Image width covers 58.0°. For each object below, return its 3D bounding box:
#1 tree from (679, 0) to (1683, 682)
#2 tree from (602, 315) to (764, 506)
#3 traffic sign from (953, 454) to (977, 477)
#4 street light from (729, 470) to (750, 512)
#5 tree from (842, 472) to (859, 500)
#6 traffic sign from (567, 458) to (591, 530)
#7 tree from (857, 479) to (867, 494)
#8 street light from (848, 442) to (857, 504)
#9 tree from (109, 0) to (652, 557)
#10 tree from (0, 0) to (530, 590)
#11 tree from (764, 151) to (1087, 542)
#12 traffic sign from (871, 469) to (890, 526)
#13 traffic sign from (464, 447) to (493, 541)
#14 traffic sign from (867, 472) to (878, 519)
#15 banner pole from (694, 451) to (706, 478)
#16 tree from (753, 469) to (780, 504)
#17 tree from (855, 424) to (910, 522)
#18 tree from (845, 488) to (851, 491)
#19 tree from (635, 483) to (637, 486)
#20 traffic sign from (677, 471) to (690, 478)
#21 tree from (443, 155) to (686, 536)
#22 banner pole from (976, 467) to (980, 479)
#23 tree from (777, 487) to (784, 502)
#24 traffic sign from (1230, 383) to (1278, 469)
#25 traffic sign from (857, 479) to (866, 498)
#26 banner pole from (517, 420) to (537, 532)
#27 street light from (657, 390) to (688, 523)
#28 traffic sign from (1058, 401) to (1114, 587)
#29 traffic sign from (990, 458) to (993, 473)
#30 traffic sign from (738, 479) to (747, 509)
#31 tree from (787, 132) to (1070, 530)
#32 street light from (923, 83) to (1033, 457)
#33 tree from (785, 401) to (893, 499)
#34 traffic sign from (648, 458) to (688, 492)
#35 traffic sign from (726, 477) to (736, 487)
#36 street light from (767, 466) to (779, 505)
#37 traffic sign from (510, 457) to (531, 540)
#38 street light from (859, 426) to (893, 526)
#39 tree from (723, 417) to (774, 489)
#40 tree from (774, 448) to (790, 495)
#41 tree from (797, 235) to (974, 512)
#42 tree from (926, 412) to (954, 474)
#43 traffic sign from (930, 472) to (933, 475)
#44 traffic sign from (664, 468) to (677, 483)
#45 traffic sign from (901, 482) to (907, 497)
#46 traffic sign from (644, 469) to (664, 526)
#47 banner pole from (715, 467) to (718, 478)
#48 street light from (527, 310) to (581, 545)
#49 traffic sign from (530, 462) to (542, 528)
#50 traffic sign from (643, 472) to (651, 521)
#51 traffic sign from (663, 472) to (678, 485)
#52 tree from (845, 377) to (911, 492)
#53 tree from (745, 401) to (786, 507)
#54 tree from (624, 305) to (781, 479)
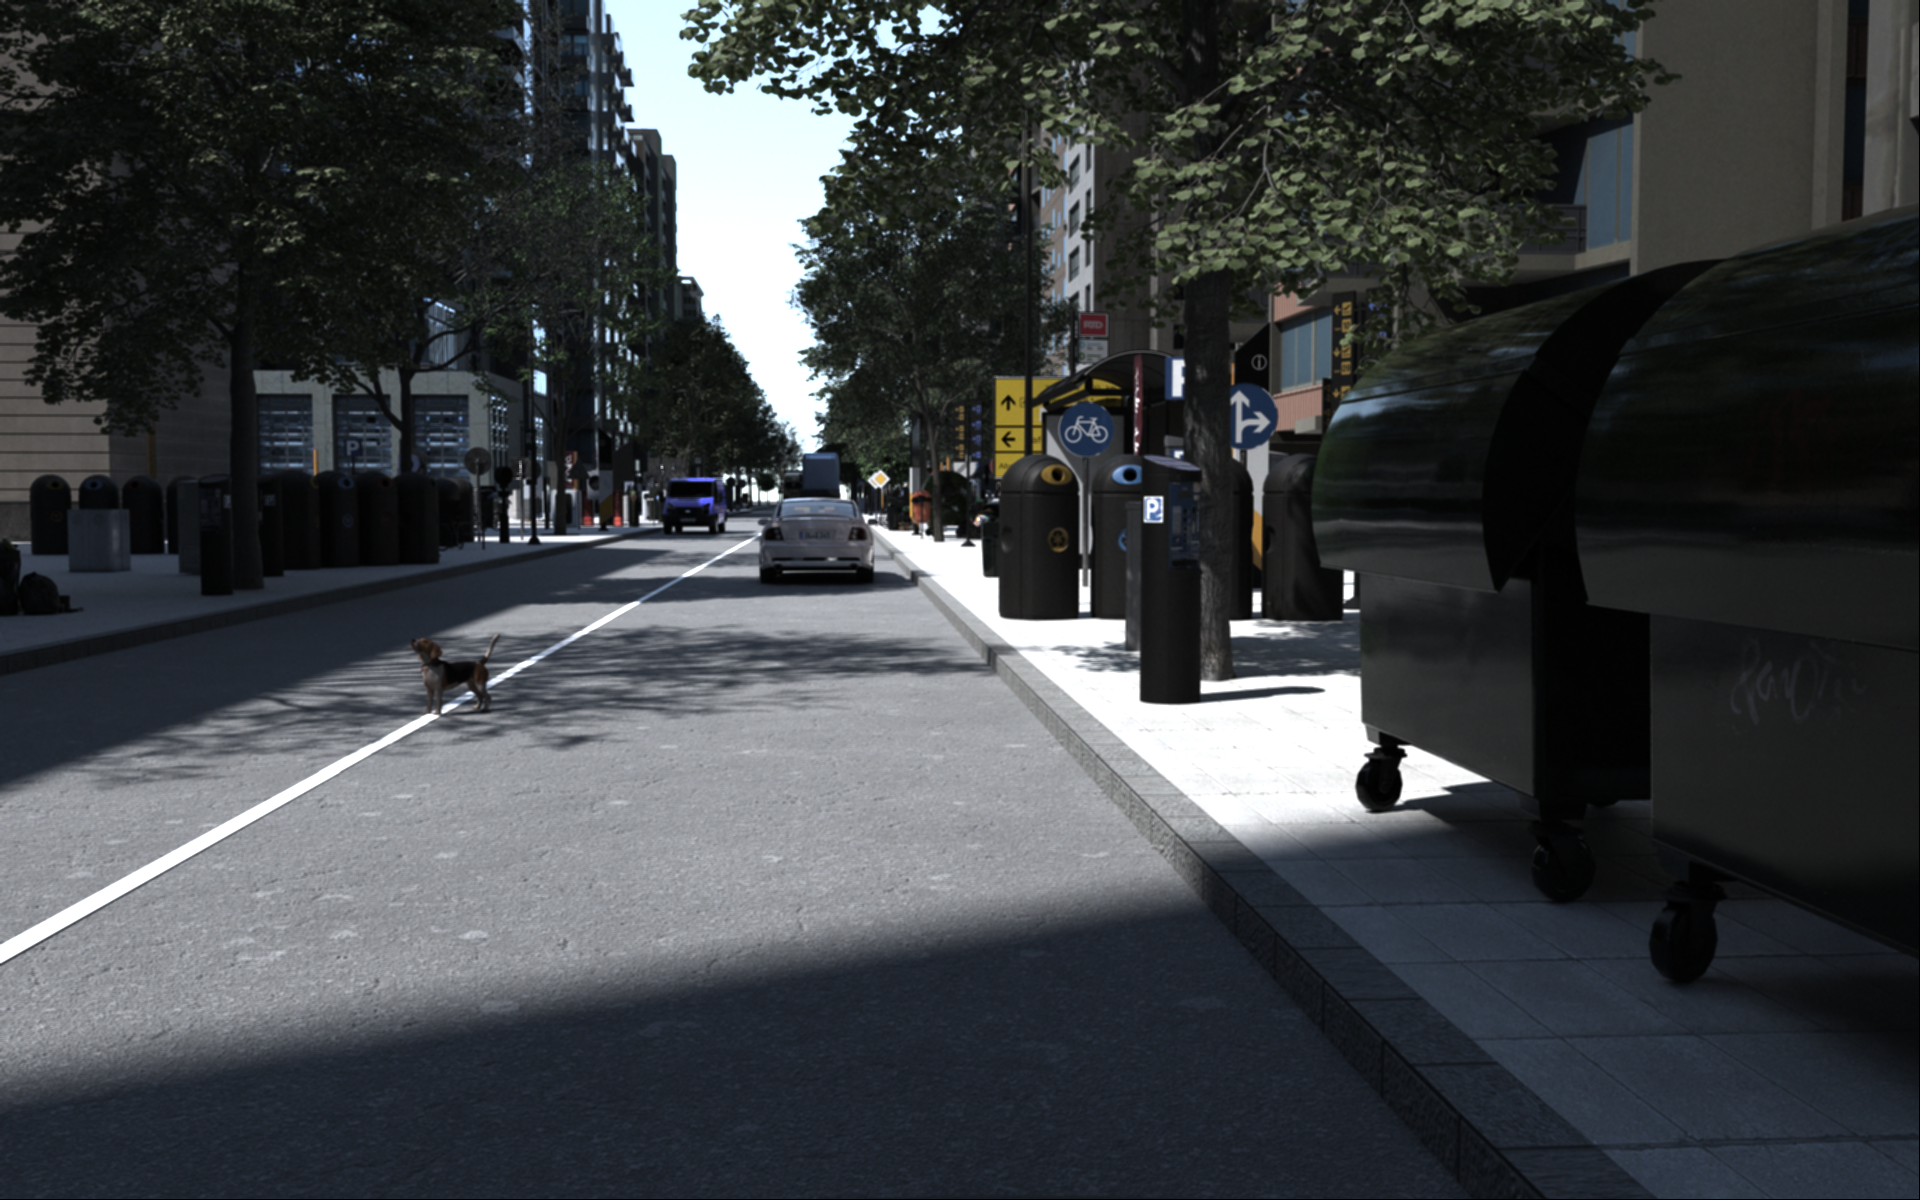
[{"bbox_3d":[1.532,-5.748,12.112,7.486,12.596,7.792,0,3,0],"label":"tree"},{"bbox_3d":[-14.719,-9.586,91.147,8.767,10.594,7.601,0,4,-3],"label":"tree"},{"bbox_3d":[0.148,-3.350,54.879,0.768,2.556,0.104,0,4,4],"label":"traffic sign"},{"bbox_3d":[-16.255,-9.450,127.049,1.470,5.913,1.316,0,4,-4],"label":"street light"},{"bbox_3d":[-14.897,-19.689,238.919,9.611,12.733,9.660,0,3,0],"label":"tree"},{"bbox_3d":[-13.675,-3.800,62.140,0.884,2.594,0.081,0,4,3],"label":"traffic sign"},{"bbox_3d":[-12.550,-13.763,219.619,1.663,3.219,1.824,0,3,0],"label":"tree"},{"bbox_3d":[-5.835,-7.963,102.735,1.470,5.913,1.316,0,4,-4],"label":"street light"},{"bbox_3d":[-11.289,-7.605,34.707,12.009,13.543,11.850,0,3,0],"label":"tree"},{"bbox_3d":[-9.224,-6.415,23.018,7.486,12.596,7.792,0,3,0],"label":"tree"},{"bbox_3d":[-0.554,-6.856,46.502,8.767,10.594,7.601,0,4,-3],"label":"tree"},{"bbox_3d":[-3.197,-4.043,69.751,0.795,2.450,0.064,0,4,-4],"label":"traffic sign"},{"bbox_3d":[-13.094,-2.874,47.099,0.768,2.556,0.104,0,4,0],"label":"traffic sign"},{"bbox_3d":[-3.778,-4.530,77.715,0.795,2.450,0.064,0,4,-4],"label":"traffic sign"},{"bbox_3d":[-14.789,-6.658,98.870,0.863,3.779,0.401,-2,4,-31],"label":"banner pole"},{"bbox_3d":[-25.185,-14.753,224.929,4.285,4.588,4.351,0,3,0],"label":"tree"},{"bbox_3d":[-3.299,-5.924,80.564,4.285,4.588,4.351,0,3,0],"label":"tree"},{"bbox_3d":[-15.393,-18.562,253.855,4.360,8.622,3.978,0,3,0],"label":"tree"},{"bbox_3d":[-27.623,-9.056,142.674,1.663,3.219,1.824,0,3,0],"label":"tree"},{"bbox_3d":[-13.717,-5.178,85.837,0.795,2.450,0.064,0,4,-4],"label":"traffic sign"},{"bbox_3d":[-12.238,-7.789,53.107,9.928,11.665,9.643,0,3,0],"label":"tree"},{"bbox_3d":[1.356,-9.189,140.250,0.401,3.779,0.863,-3,4,-36],"label":"banner pole"},{"bbox_3d":[-30.029,-18.034,289.463,1.663,3.219,1.824,0,3,0],"label":"tree"},{"bbox_3d":[3.262,-1.214,19.955,0.768,2.556,0.104,0,4,1],"label":"traffic sign"},{"bbox_3d":[-8.372,-8.994,147.157,0.768,2.556,0.104,0,4,-3],"label":"traffic sign"},{"bbox_3d":[-14.613,-4.190,58.525,0.863,3.779,0.401,2,4,26],"label":"banner pole"},{"bbox_3d":[-12.796,-6.403,77.228,1.470,5.913,1.316,0,4,-4],"label":"street light"},{"bbox_3d":[1.737,-1.456,23.910,0.768,2.556,0.104,0,4,0],"label":"traffic sign"},{"bbox_3d":[1.328,-3.343,54.772,0.768,2.556,0.104,0,4,2],"label":"traffic sign"},{"bbox_3d":[-18.561,-9.021,147.604,0.768,2.556,0.104,0,4,-3],"label":"traffic sign"},{"bbox_3d":[-1.293,-9.461,61.346,9.857,13.997,8.962,0,3,0],"label":"tree"},{"bbox_3d":[0.241,-2.880,19.634,1.470,5.913,1.316,0,4,-4],"label":"street light"},{"bbox_3d":[-9.026,-14.239,158.558,9.928,11.665,9.643,0,3,0],"label":"tree"},{"bbox_3d":[-16.285,-6.285,96.628,2.265,3.308,0.079,0,4,1],"label":"traffic sign"},{"bbox_3d":[-17.142,-7.925,129.672,0.768,2.556,0.104,0,4,2],"label":"traffic sign"},{"bbox_3d":[-21.920,-14.108,203.204,1.470,5.913,1.316,0,4,-4],"label":"street light"},{"bbox_3d":[-12.208,-2.820,48.231,0.606,2.300,0.079,0,4,1],"label":"traffic sign"},{"bbox_3d":[-3.301,-5.942,69.694,1.470,5.913,1.316,0,4,-4],"label":"street light"},{"bbox_3d":[-17.965,-11.469,137.885,4.360,8.622,3.978,0,3,0],"label":"tree"},{"bbox_3d":[-25.483,-17.843,242.092,4.360,8.622,3.978,0,3,0],"label":"tree"},{"bbox_3d":[-4.966,-16.432,124.558,12.611,20.169,13.585,0,3,0],"label":"tree"},{"bbox_3d":[-1.392,-11.400,136.753,4.360,8.622,3.978,0,3,0],"label":"tree"},{"bbox_3d":[-1.137,-5.394,88.300,0.768,2.556,0.104,0,4,0],"label":"traffic sign"},{"bbox_3d":[-14.387,-5.298,86.625,0.884,2.594,0.081,0,4,-4],"label":"traffic sign"},{"bbox_3d":[-3.292,-5.834,97.508,0.606,2.300,0.079,0,4,2],"label":"traffic sign"},{"bbox_3d":[-12.219,-4.005,69.116,0.795,2.450,0.064,0,4,-4],"label":"traffic sign"},{"bbox_3d":[-16.074,-7.647,115.045,0.401,3.779,0.863,-3,4,-36],"label":"banner pole"},{"bbox_3d":[-10.258,-4.358,43.790,1.470,5.913,1.316,0,4,-4],"label":"street light"},{"bbox_3d":[-15.974,-3.942,64.564,0.768,2.556,0.104,0,4,1],"label":"traffic sign"},{"bbox_3d":[-14.514,-4.829,81.085,0.606,2.300,0.079,0,4,-3],"label":"traffic sign"},{"bbox_3d":[-12.800,-4.492,77.080,0.795,2.450,0.064,0,4,-4],"label":"traffic sign"},{"bbox_3d":[-3.645,-8.589,90.792,4.737,8.622,4.395,0,3,0],"label":"tree"},{"bbox_3d":[-21.601,-15.370,177.048,9.928,11.665,9.643,0,3,0],"label":"tree"},{"bbox_3d":[-15.877,-11.535,105.612,9.611,12.733,9.660,0,3,0],"label":"tree"}]
